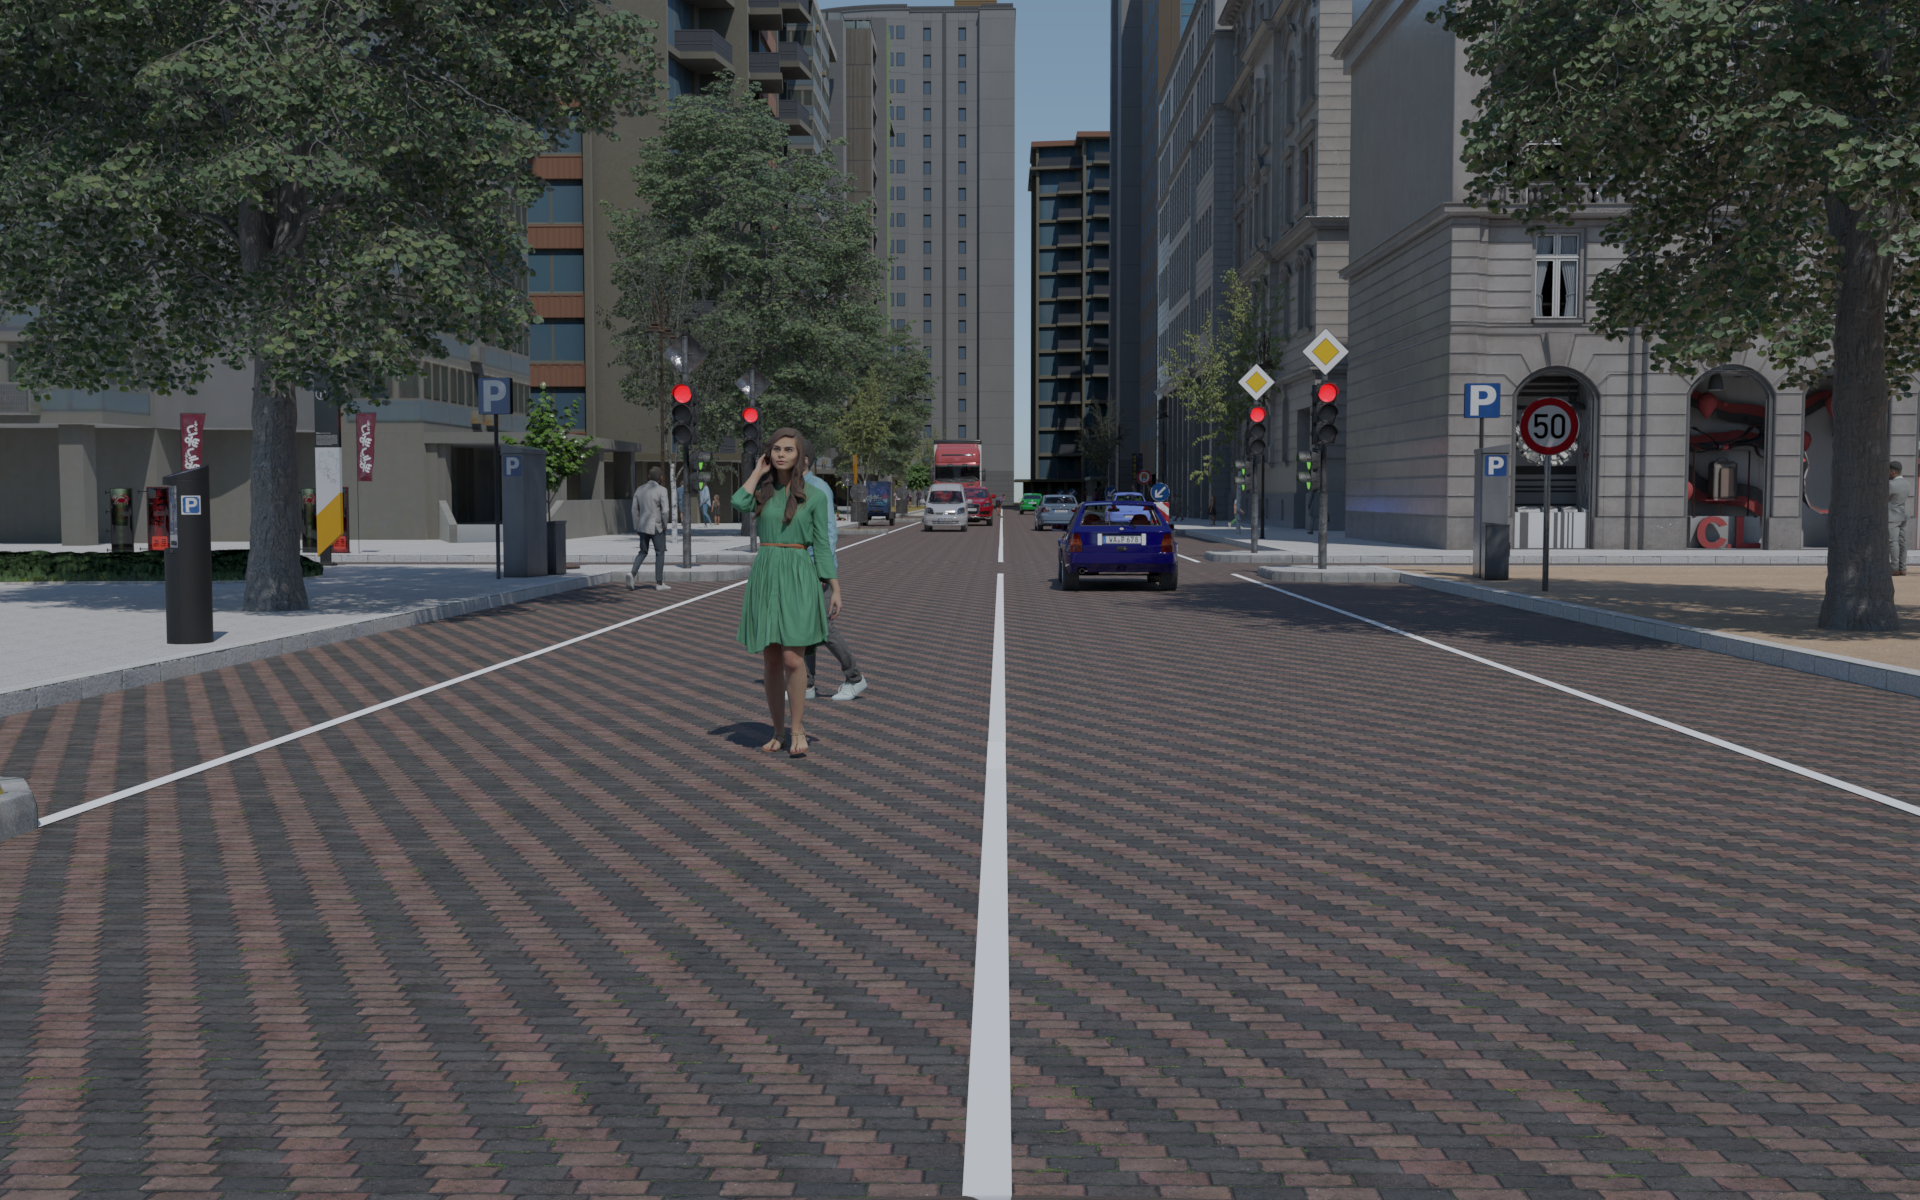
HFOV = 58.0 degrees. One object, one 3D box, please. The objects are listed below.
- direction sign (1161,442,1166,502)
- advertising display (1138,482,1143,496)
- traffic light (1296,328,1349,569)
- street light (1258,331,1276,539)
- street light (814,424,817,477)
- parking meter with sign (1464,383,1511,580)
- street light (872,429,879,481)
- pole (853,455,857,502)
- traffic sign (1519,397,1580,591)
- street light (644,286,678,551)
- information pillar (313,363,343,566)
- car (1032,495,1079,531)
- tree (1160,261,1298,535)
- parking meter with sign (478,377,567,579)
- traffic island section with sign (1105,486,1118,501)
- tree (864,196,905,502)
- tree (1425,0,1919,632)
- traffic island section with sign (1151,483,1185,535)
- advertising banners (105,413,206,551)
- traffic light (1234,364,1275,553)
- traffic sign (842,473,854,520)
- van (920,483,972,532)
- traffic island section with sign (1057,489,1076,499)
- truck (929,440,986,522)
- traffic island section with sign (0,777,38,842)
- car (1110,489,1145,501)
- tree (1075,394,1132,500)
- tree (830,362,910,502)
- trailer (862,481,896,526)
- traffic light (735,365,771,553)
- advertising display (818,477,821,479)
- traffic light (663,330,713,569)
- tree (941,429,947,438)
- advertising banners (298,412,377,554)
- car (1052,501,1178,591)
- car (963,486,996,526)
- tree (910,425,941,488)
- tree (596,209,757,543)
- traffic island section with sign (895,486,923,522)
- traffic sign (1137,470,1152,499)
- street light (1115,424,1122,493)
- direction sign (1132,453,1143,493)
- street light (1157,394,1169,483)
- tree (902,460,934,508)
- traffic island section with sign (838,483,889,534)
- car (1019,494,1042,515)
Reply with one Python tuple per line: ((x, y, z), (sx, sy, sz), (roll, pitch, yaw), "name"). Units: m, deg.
((8.892, -5.122, 75.734), (0.379, 3.537, 0.876), (0, 4, -5), "direction sign")
((9.950, -5.495, 95.059), (0.123, 1.923, 0.974), (1, 4, 21), "advertising display")
((6.173, -2.481, 29.487), (0.839, 4.253, 0.868), (0, 4, 1), "traffic light")
((8.652, -4.685, 49.391), (0.468, 5.910, 1.993), (0, 4, 1), "street light")
((-5.808, -5.924, 69.642), (0.468, 5.910, 1.993), (0, 4, 1), "street light")
((8.098, -1.847, 26.461), (0.543, 3.016, 1.738), (0, 4, 7), "parking meter with sign")
((-4.996, -7.826, 100.747), (0.468, 5.910, 1.993), (0, 4, 1), "street light")
((-5.446, -5.871, 89.835), (0.158, 3.312, 0.155), (0, 3, 0), "pole")
((7.728, -1.388, 22.796), (0.768, 2.556, 0.104), (0, 4, 6), "traffic sign")
((-6.637, -4.026, 38.606), (0.468, 5.910, 1.993), (0, 4, 1), "street light")
((-11.263, -2.416, 30.860), (0.504, 3.616, 0.183), (1, 4, 12), "information pillar")
((3.862, -3.449, 68.387), (2.014, 1.417, 4.499), (0, 4, 0), "car")
((8.707, -6.395, 54.919), (4.737, 8.622, 4.395), (0, 3, 0), "tree")
((-6.722, -1.869, 26.827), (0.543, 3.016, 1.738), (1, 4, 17), "parking meter with sign")
((7.681, -4.958, 89.696), (1.989, 1.847, 2.006), (0, 4, 1), "traffic island section with sign")
((-6.386, -8.926, 52.599), (9.857, 13.997, 8.962), (0, 3, 0), "tree")
((8.547, -6.685, 15.961), (9.857, 13.997, 8.962), (0, 3, 0), "tree")
((7.009, -3.275, 62.174), (1.989, 1.847, 2.006), (0, 4, 1), "traffic island section with sign")
((-17.287, -2.513, 37.268), (2.074, 3.025, 0.090), (-1, 4, -9), "advertising banners")
((6.367, -2.969, 37.470), (0.839, 4.253, 0.868), (0, 4, 1), "traffic light")
((-5.434, -5.003, 83.925), (0.606, 2.300, 0.079), (1, 4, 11), "traffic sign")
((-0.527, -3.674, 67.082), (2.013, 2.044, 4.112), (0, 4, 1), "van")
((8.879, -7.993, 139.308), (1.989, 1.847, 2.006), (0, 4, 1), "traffic island section with sign")
((-0.110, -6.282, 91.619), (2.839, 4.237, 11.283), (0, 4, 0), "truck")
((-4.953, 0.103, 6.938), (1.989, 1.847, 2.006), (0, 4, 1), "traffic island section with sign")
((7.015, -3.864, 72.765), (1.945, 1.707, 3.694), (0, 4, 1), "car")
((10.543, -10.815, 127.181), (4.360, 8.622, 3.978), (0, 3, 0), "tree")
((-5.391, -8.980, 97.181), (4.737, 8.622, 4.395), (0, 3, 0), "tree")
((-3.694, -4.319, 77.659), (1.471, 1.999, 3.904), (0, 4, 1), "trailer")
((-4.491, -2.984, 37.717), (0.839, 4.253, 0.868), (0, 4, 1), "traffic light")
((-5.769, -3.719, 66.020), (0.974, 1.923, 0.123), (0, 4, -4), "advertising display")
((-4.685, -2.496, 29.734), (0.839, 4.253, 0.868), (0, 4, 1), "traffic light")
((-3.098, -14.133, 181.438), (4.737, 8.622, 4.395), (0, 3, 0), "tree")
((-13.448, -2.522, 37.417), (2.074, 3.025, 0.090), (1, 4, 19), "advertising banners")
((2.415, -0.885, 27.054), (1.945, 1.354, 3.894), (0, 4, 2), "car")
((0.507, -4.324, 79.366), (2.281, 1.827, 5.304), (0, 4, 1), "car")
((-5.129, -12.652, 157.221), (4.737, 8.622, 4.395), (0, 3, 0), "tree")
((-7.372, -5.770, 44.710), (4.360, 8.622, 3.978), (0, 3, 0), "tree")
((-2.947, -4.952, 89.594), (1.989, 1.847, 2.006), (0, 4, 1), "traffic island section with sign")
((9.666, -5.557, 90.963), (0.768, 2.556, 0.104), (0, 4, 2), "traffic sign")
((10.299, -8.526, 112.192), (0.468, 5.910, 1.993), (0, 4, 1), "street light")
((9.877, -6.390, 96.480), (0.379, 3.537, 0.876), (-2, 4, -34), "direction sign")
((9.431, -6.582, 80.396), (0.468, 5.910, 1.993), (0, 4, 1), "street light")
((-4.051, -10.938, 162.544), (4.285, 4.588, 4.351), (0, 3, 0), "tree")
((-3.609, -3.304, 62.647), (1.989, 1.847, 2.006), (0, 4, 1), "traffic island section with sign")
((5.114, -6.936, 122.197), (1.959, 1.807, 4.718), (0, 4, 3), "car")
